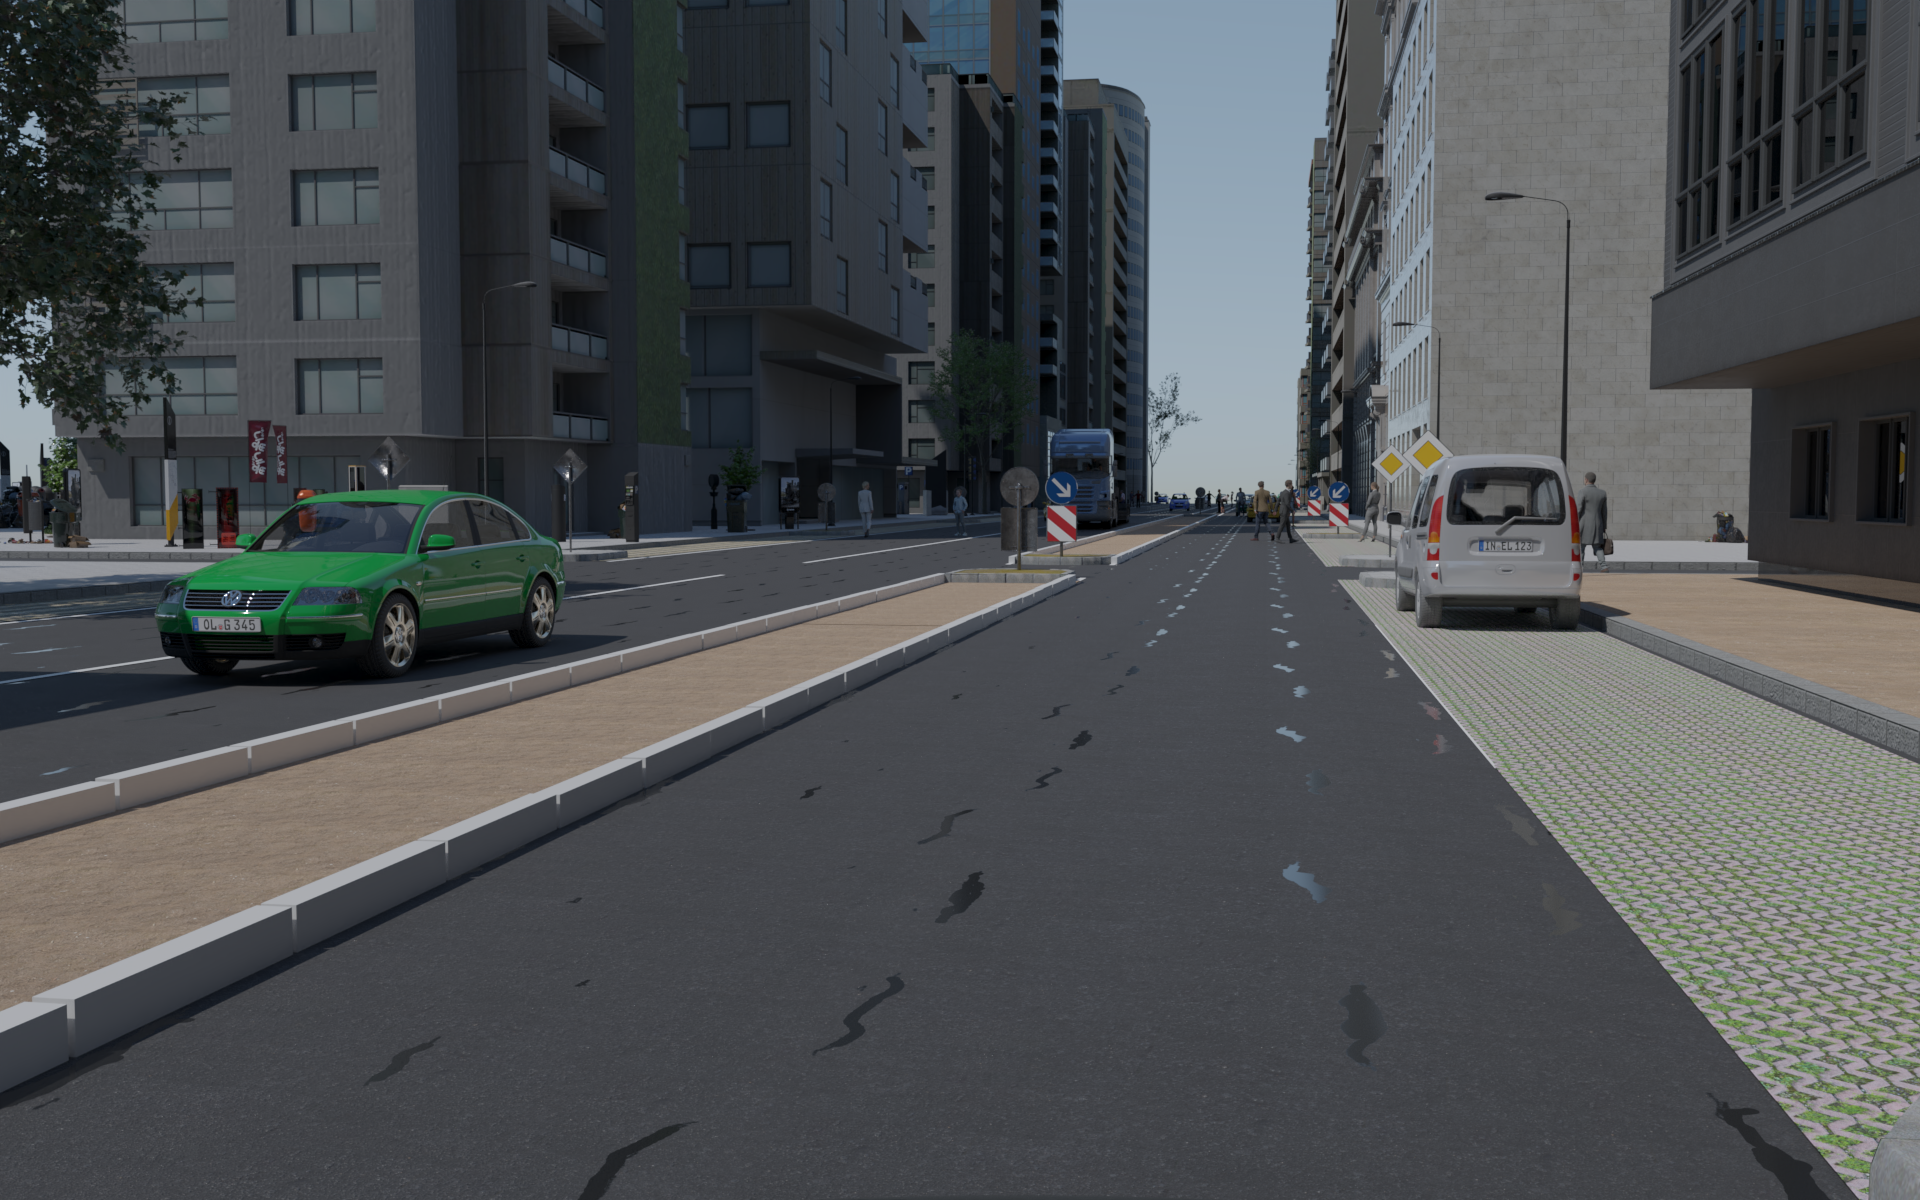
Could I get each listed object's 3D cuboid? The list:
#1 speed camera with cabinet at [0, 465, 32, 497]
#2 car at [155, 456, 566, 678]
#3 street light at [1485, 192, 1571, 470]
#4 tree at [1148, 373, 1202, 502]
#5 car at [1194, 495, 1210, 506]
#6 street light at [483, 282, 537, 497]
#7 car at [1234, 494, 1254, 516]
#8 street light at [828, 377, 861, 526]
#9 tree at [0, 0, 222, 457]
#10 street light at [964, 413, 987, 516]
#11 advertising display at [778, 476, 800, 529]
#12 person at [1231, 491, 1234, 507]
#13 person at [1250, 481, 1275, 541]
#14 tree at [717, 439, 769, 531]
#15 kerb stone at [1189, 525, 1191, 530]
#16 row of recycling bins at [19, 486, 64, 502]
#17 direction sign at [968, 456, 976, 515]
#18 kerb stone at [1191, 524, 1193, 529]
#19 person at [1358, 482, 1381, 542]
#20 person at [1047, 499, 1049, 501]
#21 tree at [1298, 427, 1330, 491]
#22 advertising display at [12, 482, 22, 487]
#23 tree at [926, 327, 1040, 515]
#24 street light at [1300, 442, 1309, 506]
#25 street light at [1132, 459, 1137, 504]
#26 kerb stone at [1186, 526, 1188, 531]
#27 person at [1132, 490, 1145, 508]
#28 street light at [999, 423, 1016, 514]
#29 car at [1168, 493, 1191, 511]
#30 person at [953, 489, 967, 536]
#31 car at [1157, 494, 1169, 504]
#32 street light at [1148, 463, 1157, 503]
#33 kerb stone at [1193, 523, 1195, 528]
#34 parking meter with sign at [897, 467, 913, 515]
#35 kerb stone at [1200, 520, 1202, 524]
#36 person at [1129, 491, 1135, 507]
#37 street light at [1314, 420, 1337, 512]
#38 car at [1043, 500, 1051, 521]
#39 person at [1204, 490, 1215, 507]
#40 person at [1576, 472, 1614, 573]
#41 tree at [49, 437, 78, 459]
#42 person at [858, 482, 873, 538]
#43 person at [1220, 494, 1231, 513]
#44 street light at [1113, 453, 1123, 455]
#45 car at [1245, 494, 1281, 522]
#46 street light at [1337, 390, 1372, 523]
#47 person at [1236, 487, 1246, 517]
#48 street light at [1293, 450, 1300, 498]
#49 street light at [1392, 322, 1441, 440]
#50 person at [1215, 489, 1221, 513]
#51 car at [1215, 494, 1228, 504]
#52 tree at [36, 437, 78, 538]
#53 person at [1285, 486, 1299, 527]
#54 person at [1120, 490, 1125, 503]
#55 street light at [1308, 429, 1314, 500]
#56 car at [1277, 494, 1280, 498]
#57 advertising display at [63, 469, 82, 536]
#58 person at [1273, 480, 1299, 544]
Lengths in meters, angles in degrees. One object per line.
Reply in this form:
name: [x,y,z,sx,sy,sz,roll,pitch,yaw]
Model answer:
speed camera with cabinet: [-63.613,-7.495,116.879,2.038,3.252,0.660,1,4,20]
car: [-4.999,-0.380,15.006,1.959,1.807,4.718,1,4,10]
street light: [8.764,-3.313,26.706,1.470,5.913,1.316,1,4,10]
tree: [31.184,-25.246,268.662,12.611,20.169,13.585,0,3,0]
car: [29.480,-12.098,210.168,2.083,1.381,4.827,1,4,11]
street light: [-9.933,-4.012,38.129,1.470,5.913,1.316,1,4,10]
car: [18.928,-6.194,113.069,2.131,1.459,4.920,1,4,10]
street light: [-4.593,-5.886,68.778,1.470,5.913,1.316,1,4,10]
tree: [-14.132,-6.391,21.493,9.611,12.733,9.660,0,3,0]
street light: [0.832,-7.760,99.411,1.470,5.913,1.316,1,4,10]
advertising display: [-6.220,-3.541,63.117,0.123,1.923,0.974,3,5,41]
person: [29.841,-11.090,190.538,0.721,1.743,1.217,0,4,4]
person: [9.325,-2.737,53.168,0.836,1.842,0.656,3,5,40]
tree: [-7.760,-4.040,60.658,1.663,3.219,1.824,0,3,0]
kerb stone: [8.749,-2.741,67.069,0.120,0.150,1.000,1,4,10]
row of recycling bins: [-52.963,-5.701,100.317,1.069,1.692,3.534,0,4,5]
direction sign: [0.744,-6.860,104.154,0.379,3.537,0.876,-2,4,-31]
kerb stone: [9.098,-2.868,69.083,0.120,0.150,1.000,1,4,10]
person: [12.186,-2.616,51.552,0.573,1.790,0.520,3,4,36]
person: [6.806,-7.168,126.409,0.721,1.736,1.217,-3,5,-39]
tree: [39.347,-14.773,191.908,4.360,8.622,3.978,0,3,0]
advertising display: [-50.254,-5.329,92.350,0.974,1.923,0.123,3,5,39]
tree: [1.412,-11.197,108.822,9.928,11.665,9.643,0,3,0]
street light: [31.121,-11.067,153.493,1.470,5.913,1.316,1,4,10]
street light: [23.174,-15.519,226.277,1.470,5.913,1.316,1,4,10]
kerb stone: [8.394,-2.621,65.054,0.120,0.150,1.000,1,4,10]
person: [18.153,-10.269,176.358,1.348,1.831,0.705,0,4,5]
street light: [3.282,-8.631,113.650,1.470,5.913,1.316,1,4,10]
car: [18.850,-8.501,148.580,1.945,1.707,3.694,1,4,8]
person: [-0.022,-3.013,59.568,0.589,1.601,0.330,3,5,41]
car: [29.666,-14.947,253.967,1.945,1.707,3.694,1,4,12]
street light: [28.532,-17.393,256.922,1.470,5.913,1.316,1,4,10]
kerb stone: [9.456,-2.988,71.100,0.120,0.150,1.000,1,4,10]
parking meter with sign: [-3.591,-6.909,109.229,0.543,3.016,1.738,2,4,24]
kerb stone: [10.873,-3.485,79.177,0.120,0.150,1.000,1,4,10]
person: [18.589,-10.854,186.419,0.568,1.767,0.683,3,5,44]
street light: [23.020,-8.286,108.024,1.470,5.913,1.316,1,4,10]
car: [5.463,-5.013,92.182,2.015,1.641,3.980,1,4,9]
person: [26.818,-10.878,186.380,1.348,1.821,0.705,0,4,3]
person: [10.852,-1.299,29.840,0.694,1.812,0.767,-1,4,-16]
tree: [-36.649,-5.486,73.417,4.285,4.588,4.351,0,3,0]
person: [-3.088,-2.954,56.675,0.514,1.842,0.818,0,4,2]
person: [19.575,-7.104,127.831,0.628,1.438,0.799,3,4,36]
street light: [17.723,-13.646,195.648,1.470,5.913,1.316,1,4,10]
car: [15.653,-4.818,88.990,2.015,1.641,3.980,1,4,12]
street light: [17.699,-6.412,77.372,1.470,5.913,1.316,1,4,10]
person: [17.324,-6.024,106.837,0.661,1.843,0.795,1,4,17]
street light: [36.489,-12.942,184.137,1.470,5.913,1.316,1,4,10]
street light: [12.340,-4.537,46.727,1.470,5.913,1.316,1,4,10]
person: [19.690,-7.541,131.797,0.705,1.823,1.348,0,4,-4]
car: [39.239,-15.350,259.762,1.959,1.807,4.718,1,4,9]
tree: [-26.398,-3.452,51.044,1.663,3.219,1.824,0,3,0]
person: [14.511,-4.110,75.800,0.616,1.811,0.778,3,5,44]
person: [12.087,-7.329,129.275,0.436,1.711,0.756,2,4,29]
street light: [25.673,-9.194,122.864,1.470,5.913,1.316,1,4,10]
car: [46.308,-14.671,248.674,1.959,1.807,4.718,1,4,10]
advertising display: [-22.612,-2.381,44.147,0.123,1.923,0.974,-1,4,-9]
person: [9.496,-2.565,50.212,0.755,1.850,0.659,0,4,-2]
